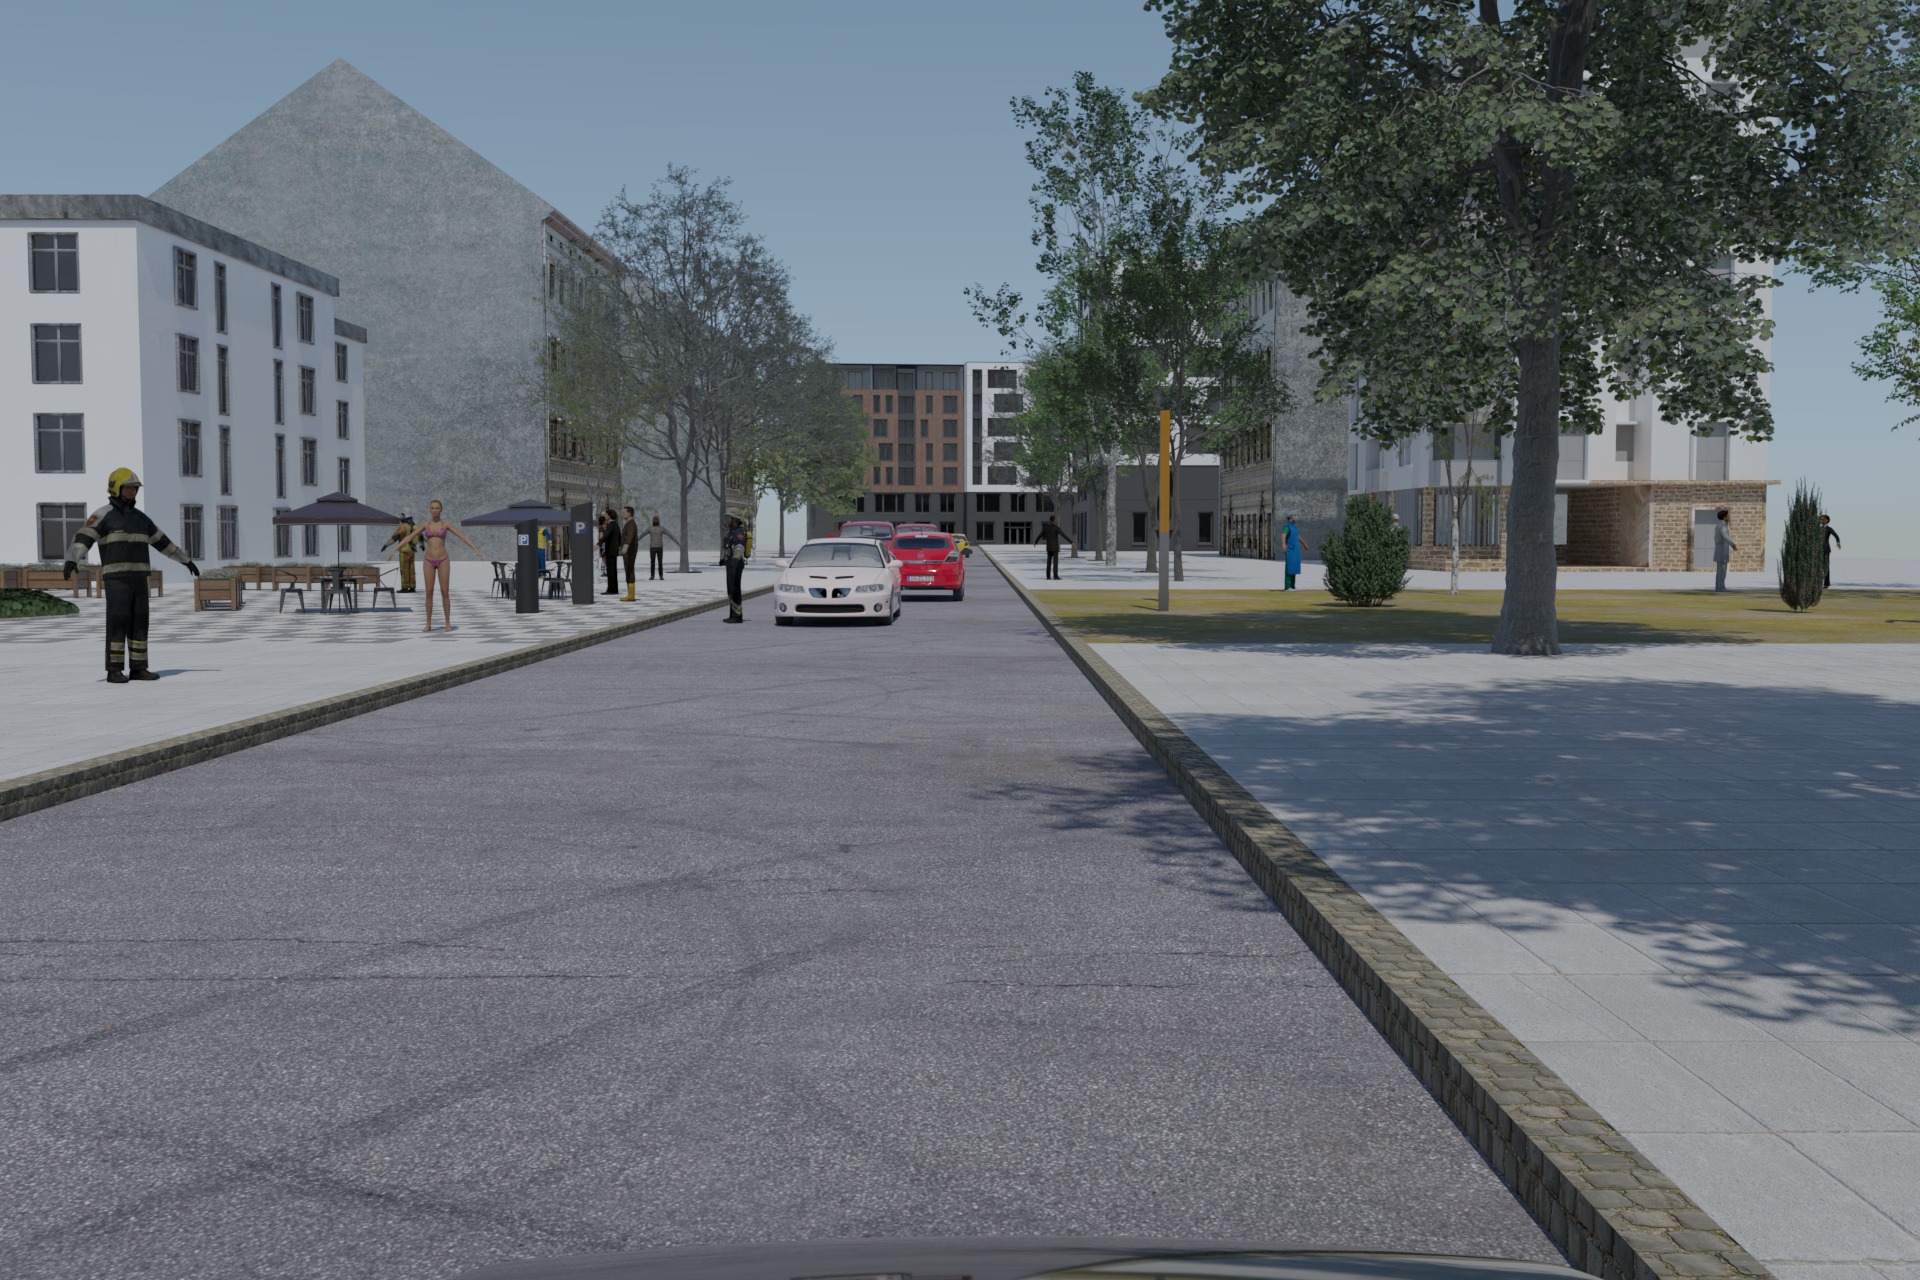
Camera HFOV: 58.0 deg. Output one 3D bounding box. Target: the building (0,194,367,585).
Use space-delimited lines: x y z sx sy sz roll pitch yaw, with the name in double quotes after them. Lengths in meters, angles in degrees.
-24.914 -7.023 56.971 9.099 9.664 28.070 0 4 0 "building"

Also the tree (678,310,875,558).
-9.477 -11.138 92.478 12.009 13.543 11.850 0 3 0 "tree"

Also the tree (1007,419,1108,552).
7.121 -11.407 120.910 8.767 10.594 7.601 3 4 37 "tree"

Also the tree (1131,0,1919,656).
6.141 -6.829 18.309 9.857 13.997 8.962 0 3 0 "tree"

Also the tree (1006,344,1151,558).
6.226 -10.180 92.204 9.928 11.665 9.643 0 3 0 "tree"

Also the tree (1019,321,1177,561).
6.675 -9.586 82.489 9.928 11.665 9.643 0 3 0 "tree"

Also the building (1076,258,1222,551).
23.573 -18.398 144.787 27.936 21.610 32.646 0 3 0 "building"

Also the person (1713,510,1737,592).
16.927 -1.969 38.385 0.705 1.806 1.347 1 4 10 "person"

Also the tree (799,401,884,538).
-9.045 -12.253 126.093 9.928 11.665 9.643 0 3 0 "tree"

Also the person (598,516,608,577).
-10.633 -2.795 51.843 0.704 1.843 1.345 0 4 -6 "person"

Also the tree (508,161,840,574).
-9.016 -8.946 56.630 12.009 13.543 11.850 0 3 0 "tree"

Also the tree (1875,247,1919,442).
23.067 -5.474 39.861 4.737 8.622 4.395 0 3 0 "tree"

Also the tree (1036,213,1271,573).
6.282 -8.022 56.915 9.928 11.665 9.643 0 3 0 "tree"

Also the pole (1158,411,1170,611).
3.385 -2.132 28.710 0.158 3.312 0.155 0 3 0 "pole"

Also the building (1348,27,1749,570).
21.329 -13.120 70.939 16.016 20.090 11.380 0 3 0 "building"

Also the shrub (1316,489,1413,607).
7.143 -1.624 30.594 1.661 2.075 1.752 0 3 0 "shrub"

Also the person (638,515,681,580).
-8.447 -2.572 48.175 1.348 1.813 0.705 0 4 -4 "person"

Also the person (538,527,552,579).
-12.103 -2.643 49.676 1.216 1.772 0.721 3 4 36 "person"

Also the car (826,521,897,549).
-2.702 -2.562 50.556 2.281 1.827 5.304 0 4 0 "car"

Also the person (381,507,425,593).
-12.042 -1.950 37.652 0.705 1.858 1.354 1 4 22 "person"

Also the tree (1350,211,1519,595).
10.636 -5.264 36.426 4.360 8.622 3.978 0 3 0 "tree"

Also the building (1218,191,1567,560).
24.624 -16.038 93.157 19.493 23.208 18.063 0 4 0 "building"

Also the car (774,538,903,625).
-1.965 -1.003 28.756 2.083 1.381 4.827 0 4 1 "car"

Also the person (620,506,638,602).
-6.325 -1.641 32.961 0.704 1.812 1.346 -1 4 -11 "person"

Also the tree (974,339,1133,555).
5.975 -12.132 108.729 12.009 13.543 11.850 0 3 0 "tree"

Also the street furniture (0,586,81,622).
-16.318 -0.461 23.169 5.734 0.657 10.072 0 4 5 "street furniture"

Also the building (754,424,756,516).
-26.397 -19.032 167.587 16.016 20.090 11.380 0 4 1 "building"

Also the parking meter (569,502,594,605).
-6.878 -1.575 31.463 0.399 1.863 0.255 0 4 1 "parking meter"

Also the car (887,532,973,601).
-0.795 -1.794 38.368 2.155 1.783 4.494 0 4 1 "car"

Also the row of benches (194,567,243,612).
-13.041 -0.921 30.526 1.422 0.672 4.104 -1 4 -21 "row of benches"

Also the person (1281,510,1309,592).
7.390 -1.977 38.456 0.704 1.817 1.347 2 4 33 "person"

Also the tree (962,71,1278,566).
6.545 -13.070 69.577 12.611 20.169 13.585 0 3 0 "tree"

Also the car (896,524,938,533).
-1.597 -3.366 63.704 2.281 1.827 5.304 0 4 0 "car"

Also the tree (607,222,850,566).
-9.613 -9.705 69.048 12.009 13.543 11.850 0 3 0 "tree"

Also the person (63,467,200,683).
-7.215 -0.566 15.017 0.704 1.858 1.351 2 4 25 "person"

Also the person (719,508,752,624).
-3.658 -1.199 27.837 0.705 1.856 1.354 -1 4 -17 "person"

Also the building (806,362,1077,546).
-2.794 -22.684 217.318 32.646 21.610 27.936 0 4 -6 "building"

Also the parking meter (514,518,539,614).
-7.015 -1.201 28.043 0.372 1.533 0.369 0 3 0 "parking meter"

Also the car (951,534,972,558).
-0.284 -5.817 105.323 2.015 1.641 3.980 0 4 -1 "car"

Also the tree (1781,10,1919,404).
19.352 -6.508 32.158 9.928 11.665 9.643 0 3 0 "tree"

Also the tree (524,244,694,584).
-9.495 -5.762 44.572 4.360 8.622 3.978 0 3 0 "tree"

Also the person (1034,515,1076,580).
2.604 -2.578 48.382 1.346 1.802 0.704 2 4 35 "person"

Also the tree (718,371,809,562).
-9.180 -7.827 78.342 4.737 8.622 4.395 0 3 0 "tree"

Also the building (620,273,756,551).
-27.447 -19.121 143.554 19.493 23.208 18.063 0 4 1 "building"

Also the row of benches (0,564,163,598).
-18.291 -1.192 34.949 4.104 0.672 1.422 0 4 -1 "row of benches"

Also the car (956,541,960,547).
-1.065 -5.031 94.047 2.131 1.459 4.920 0 4 1 "car"

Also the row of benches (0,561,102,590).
-20.752 -1.440 39.004 1.422 0.672 4.104 1 4 11 "row of benches"

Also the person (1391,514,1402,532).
12.118 -2.600 48.370 1.347 1.847 0.705 -3 4 -36 "person"

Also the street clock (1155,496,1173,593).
3.877 -1.734 32.923 0.358 2.002 0.471 0 4 0 "street clock"

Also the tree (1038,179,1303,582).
5.594 -6.856 46.506 7.601 10.594 8.767 -1 4 -18 "tree"

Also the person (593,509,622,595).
-7.397 -1.861 36.621 0.705 1.806 1.347 1 4 10 "person"

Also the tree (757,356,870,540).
-9.819 -11.783 110.777 7.486 12.596 7.792 0 3 0 "tree"

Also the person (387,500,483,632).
-6.892 -0.977 22.780 1.217 1.733 0.721 -1 4 -9 "person"

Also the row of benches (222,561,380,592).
-14.821 -1.446 39.098 4.104 0.672 1.422 1 4 22 "row of benches"

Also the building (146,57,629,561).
-28.516 -15.809 89.404 19.493 23.208 18.063 0 3 0 "building"

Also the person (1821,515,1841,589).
20.264 -2.083 40.784 0.721 1.740 1.216 -1 4 -18 "person"

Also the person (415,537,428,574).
-17.593 -2.993 55.205 1.348 1.796 0.705 0 4 -5 "person"
